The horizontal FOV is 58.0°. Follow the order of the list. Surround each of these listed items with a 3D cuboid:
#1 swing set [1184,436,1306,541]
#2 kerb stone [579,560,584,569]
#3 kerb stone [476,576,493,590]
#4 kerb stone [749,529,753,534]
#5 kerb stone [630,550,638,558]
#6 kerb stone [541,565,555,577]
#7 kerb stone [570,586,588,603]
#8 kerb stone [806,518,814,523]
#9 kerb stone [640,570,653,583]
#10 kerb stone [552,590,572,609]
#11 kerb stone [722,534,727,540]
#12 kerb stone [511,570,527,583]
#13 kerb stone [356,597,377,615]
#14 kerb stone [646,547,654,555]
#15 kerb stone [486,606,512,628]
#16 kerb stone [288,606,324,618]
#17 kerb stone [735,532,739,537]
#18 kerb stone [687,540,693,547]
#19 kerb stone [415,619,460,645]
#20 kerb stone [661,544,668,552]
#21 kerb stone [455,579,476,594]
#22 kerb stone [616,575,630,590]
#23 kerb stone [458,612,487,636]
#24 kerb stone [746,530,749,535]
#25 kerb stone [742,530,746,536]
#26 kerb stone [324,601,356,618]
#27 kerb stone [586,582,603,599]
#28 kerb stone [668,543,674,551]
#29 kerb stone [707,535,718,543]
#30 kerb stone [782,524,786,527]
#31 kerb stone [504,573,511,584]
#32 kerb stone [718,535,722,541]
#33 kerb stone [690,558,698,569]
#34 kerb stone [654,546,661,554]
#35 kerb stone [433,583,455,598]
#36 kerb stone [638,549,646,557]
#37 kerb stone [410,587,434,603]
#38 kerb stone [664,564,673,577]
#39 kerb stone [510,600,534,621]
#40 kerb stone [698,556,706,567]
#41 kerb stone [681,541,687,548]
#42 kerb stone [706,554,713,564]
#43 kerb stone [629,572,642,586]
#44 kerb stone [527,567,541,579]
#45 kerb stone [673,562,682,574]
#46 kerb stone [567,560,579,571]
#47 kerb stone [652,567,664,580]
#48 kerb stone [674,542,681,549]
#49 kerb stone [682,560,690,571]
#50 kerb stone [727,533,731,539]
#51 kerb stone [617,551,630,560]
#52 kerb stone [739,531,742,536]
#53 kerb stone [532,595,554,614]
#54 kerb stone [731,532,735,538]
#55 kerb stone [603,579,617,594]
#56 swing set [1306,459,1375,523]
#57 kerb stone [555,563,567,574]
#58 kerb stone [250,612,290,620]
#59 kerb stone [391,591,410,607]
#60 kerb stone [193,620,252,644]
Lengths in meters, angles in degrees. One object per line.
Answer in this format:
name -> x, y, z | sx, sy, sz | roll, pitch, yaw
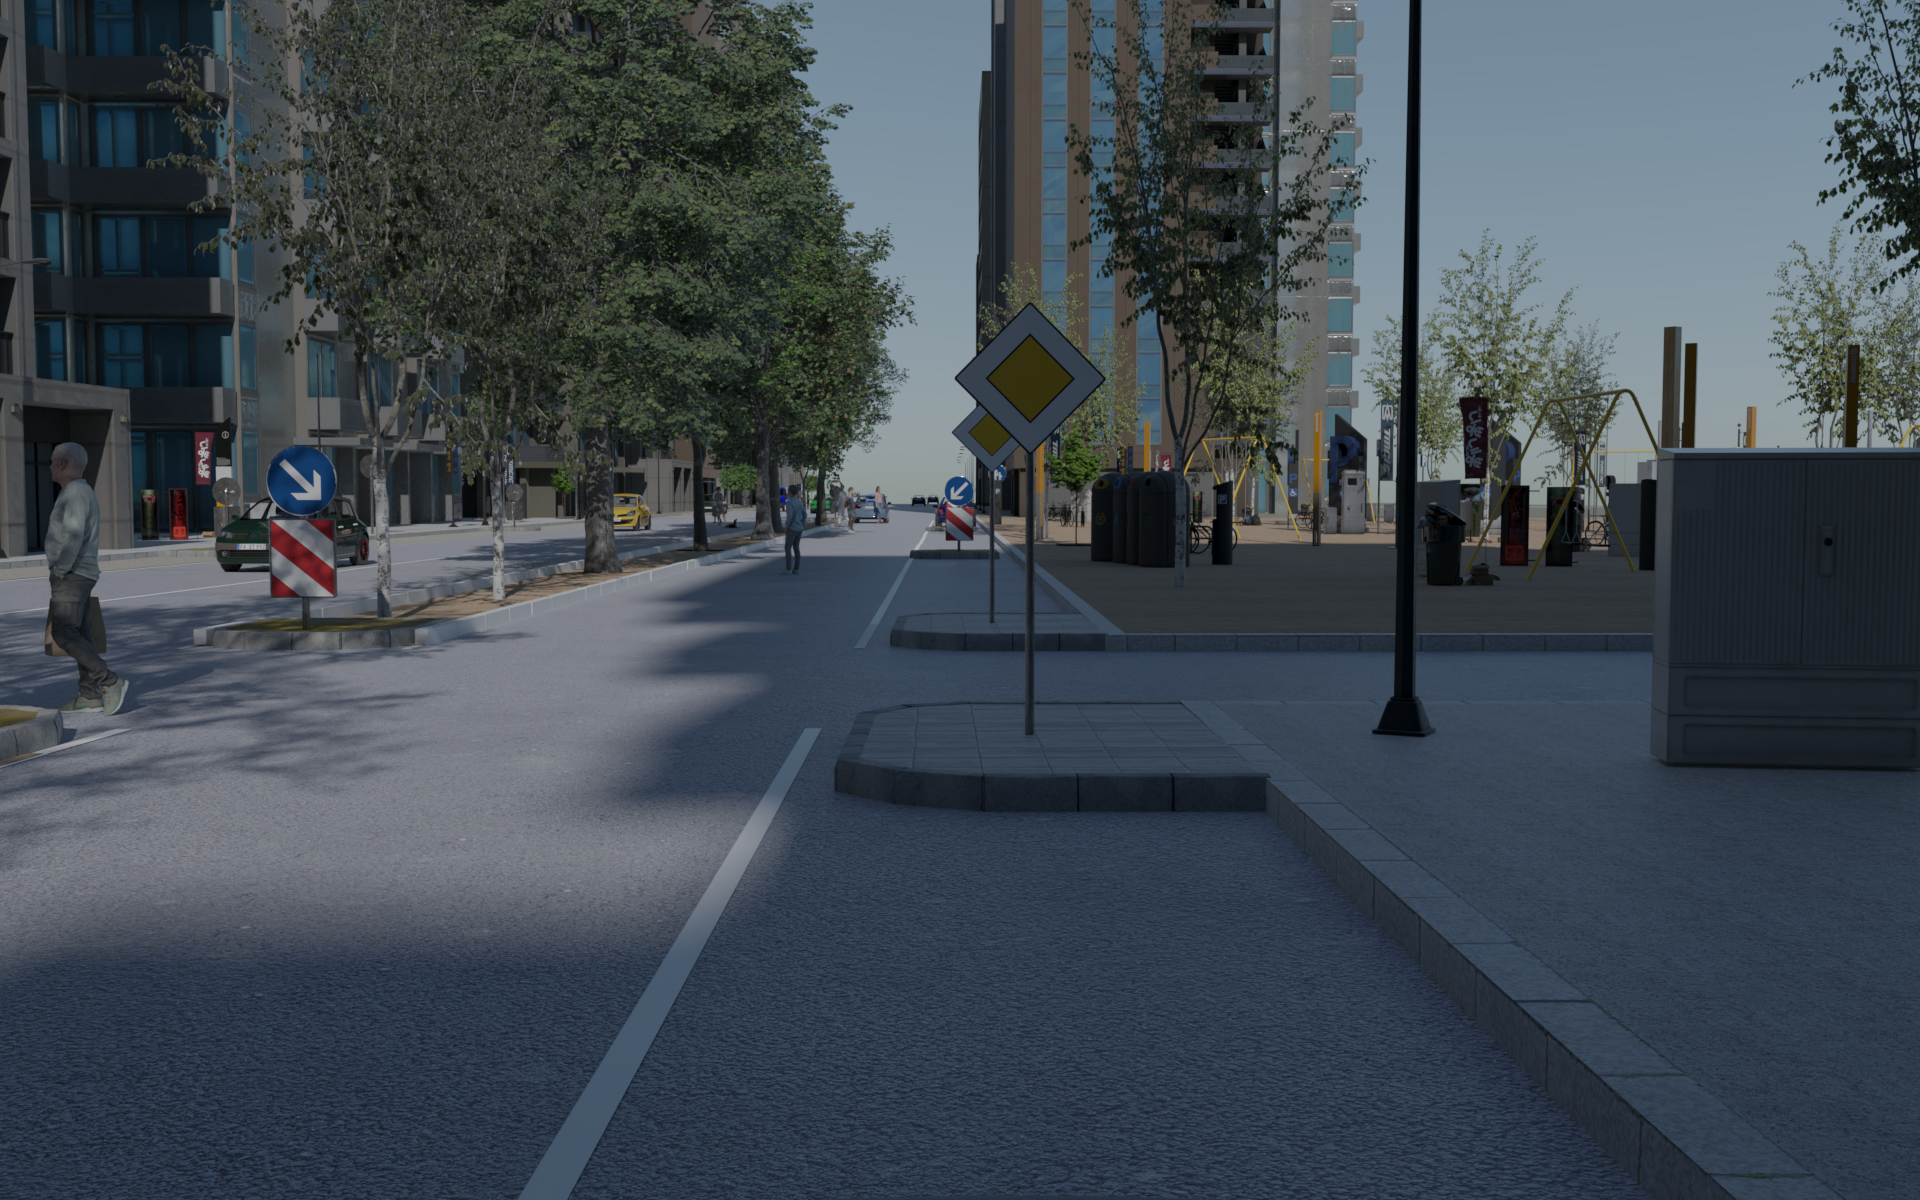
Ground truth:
swing set -> 7.421, -3.096, 48.244 | 2.862, 2.851, 3.119 | -2, 4, -27
kerb stone -> -7.316, -0.678, 33.286 | 0.120, 0.150, 1.000 | 0, 4, 0
kerb stone -> -7.261, -0.238, 26.120 | 0.120, 0.150, 1.000 | 0, 4, 0
kerb stone -> -7.501, -2.372, 60.974 | 0.120, 0.150, 1.000 | 0, 4, 0
kerb stone -> -7.353, -0.990, 38.414 | 0.120, 0.150, 1.000 | 0, 4, 0
kerb stone -> -7.284, -0.491, 30.221 | 0.120, 0.150, 1.000 | 0, 4, 0
kerb stone -> -5.148, -0.049, 23.049 | 0.120, 0.150, 1.000 | 0, 4, 0
kerb stone -> -7.679, -4.065, 88.657 | 0.120, 0.150, 1.000 | 0, 4, 0
kerb stone -> -5.180, -0.365, 28.170 | 0.120, 0.150, 1.000 | 0, 4, 0
kerb stone -> -5.135, 0.012, 22.027 | 0.120, 0.150, 1.000 | 0, 4, 0
kerb stone -> -7.449, -1.932, 53.791 | 0.120, 0.150, 1.000 | 0, 4, 0
kerb stone -> -7.276, -0.366, 28.177 | 0.120, 0.150, 1.000 | 0, 4, 0
kerb stone -> -7.234, 0.077, 20.988 | 0.120, 0.150, 1.000 | 0, 4, 0
kerb stone -> -7.364, -1.109, 40.465 | 0.120, 0.150, 1.000 | 0, 4, 0
kerb stone -> -5.117, 0.199, 18.936 | 0.120, 0.150, 1.000 | 0, 4, 0
kerb stone -> -7.228, 0.199, 18.943 | 0.120, 0.150, 1.000 | 0, 4, 0
kerb stone -> -7.474, -2.121, 56.866 | 0.120, 0.150, 1.000 | 0, 4, 0
kerb stone -> -7.401, -1.494, 46.618 | 0.120, 0.150, 1.000 | 0, 4, 0
kerb stone -> -5.100, 0.325, 16.888 | 0.120, 0.150, 1.000 | 0, 4, 0
kerb stone -> -7.371, -1.243, 42.521 | 0.120, 0.150, 1.000 | 0, 4, 0
kerb stone -> -7.253, -0.177, 25.088 | 0.120, 0.150, 1.000 | 0, 4, 0
kerb stone -> -5.166, -0.240, 26.125 | 0.120, 0.150, 1.000 | 0, 4, 0
kerb stone -> -5.109, 0.262, 17.910 | 0.120, 0.150, 1.000 | 0, 4, 0
kerb stone -> -7.494, -2.309, 59.952 | 0.120, 0.150, 1.000 | 0, 4, 0
kerb stone -> -7.485, -2.243, 58.924 | 0.120, 0.150, 1.000 | 0, 4, 0
kerb stone -> -7.220, 0.137, 19.965 | 0.120, 0.150, 1.000 | 0, 4, 0
kerb stone -> -5.153, -0.115, 24.071 | 0.120, 0.150, 1.000 | 0, 4, 0
kerb stone -> -7.386, -1.306, 43.543 | 0.120, 0.150, 1.000 | 0, 4, 0
kerb stone -> -7.438, -1.807, 51.736 | 0.120, 0.150, 1.000 | 0, 4, 0
kerb stone -> -7.597, -3.248, 75.336 | 0.120, 0.150, 1.000 | 0, 4, 0
kerb stone -> -7.268, -0.303, 27.148 | 0.120, 0.150, 1.000 | 0, 4, 0
kerb stone -> -7.441, -1.870, 52.769 | 0.120, 0.150, 1.000 | 0, 4, 0
kerb stone -> -5.213, -0.673, 33.286 | 0.120, 0.150, 1.000 | 0, 4, 0
kerb stone -> -7.368, -1.179, 41.492 | 0.120, 0.150, 1.000 | 0, 4, 0
kerb stone -> -7.252, -0.114, 24.053 | 0.120, 0.150, 1.000 | 0, 4, 0
kerb stone -> -7.354, -1.050, 39.437 | 0.120, 0.150, 1.000 | 0, 4, 0
kerb stone -> -7.244, -0.050, 23.031 | 0.120, 0.150, 1.000 | 0, 4, 0
kerb stone -> -5.189, -0.489, 30.217 | 0.120, 0.150, 1.000 | 0, 4, 0
kerb stone -> -5.124, 0.136, 19.967 | 0.120, 0.150, 1.000 | 0, 4, 0
kerb stone -> -5.218, -0.738, 34.308 | 0.120, 0.150, 1.000 | 0, 4, 0
kerb stone -> -7.390, -1.430, 45.596 | 0.120, 0.150, 1.000 | 0, 4, 0
kerb stone -> -5.224, -0.803, 35.330 | 0.120, 0.150, 1.000 | 0, 4, 0
kerb stone -> -5.173, -0.300, 27.148 | 0.120, 0.150, 1.000 | 0, 4, 0
kerb stone -> -7.283, -0.426, 29.199 | 0.120, 0.150, 1.000 | 0, 4, 0
kerb stone -> -5.199, -0.551, 31.242 | 0.120, 0.150, 1.000 | 0, 4, 0
kerb stone -> -7.313, -0.616, 32.264 | 0.120, 0.150, 1.000 | 0, 4, 0
kerb stone -> -5.178, -0.427, 29.195 | 0.120, 0.150, 1.000 | 0, 4, 0
kerb stone -> -7.394, -1.368, 44.569 | 0.120, 0.150, 1.000 | 0, 4, 0
kerb stone -> -5.216, -0.616, 32.264 | 0.120, 0.150, 1.000 | 0, 4, 0
kerb stone -> -7.459, -1.996, 54.822 | 0.120, 0.150, 1.000 | 0, 4, 0
kerb stone -> -7.338, -0.929, 37.385 | 0.120, 0.150, 1.000 | 0, 4, 0
kerb stone -> -7.480, -2.183, 57.888 | 0.120, 0.150, 1.000 | 0, 4, 0
kerb stone -> -5.127, 0.074, 21.003 | 0.120, 0.150, 1.000 | 0, 4, 0
kerb stone -> -7.460, -2.058, 55.844 | 0.120, 0.150, 1.000 | 0, 4, 0
kerb stone -> -5.158, -0.173, 25.094 | 0.120, 0.150, 1.000 | 0, 4, 0
swing set -> 16.584, -4.896, 77.662 | 3.119, 2.851, 2.862 | -1, 4, -12
kerb stone -> -7.301, -0.548, 31.243 | 0.120, 0.150, 1.000 | 0, 4, 0
kerb stone -> -7.210, 0.264, 17.921 | 0.120, 0.150, 1.000 | 0, 4, 0
kerb stone -> -7.240, 0.014, 22.009 | 0.120, 0.150, 1.000 | 0, 4, 0
kerb stone -> -7.200, 0.324, 16.899 | 0.120, 0.150, 1.000 | 0, 4, 0
